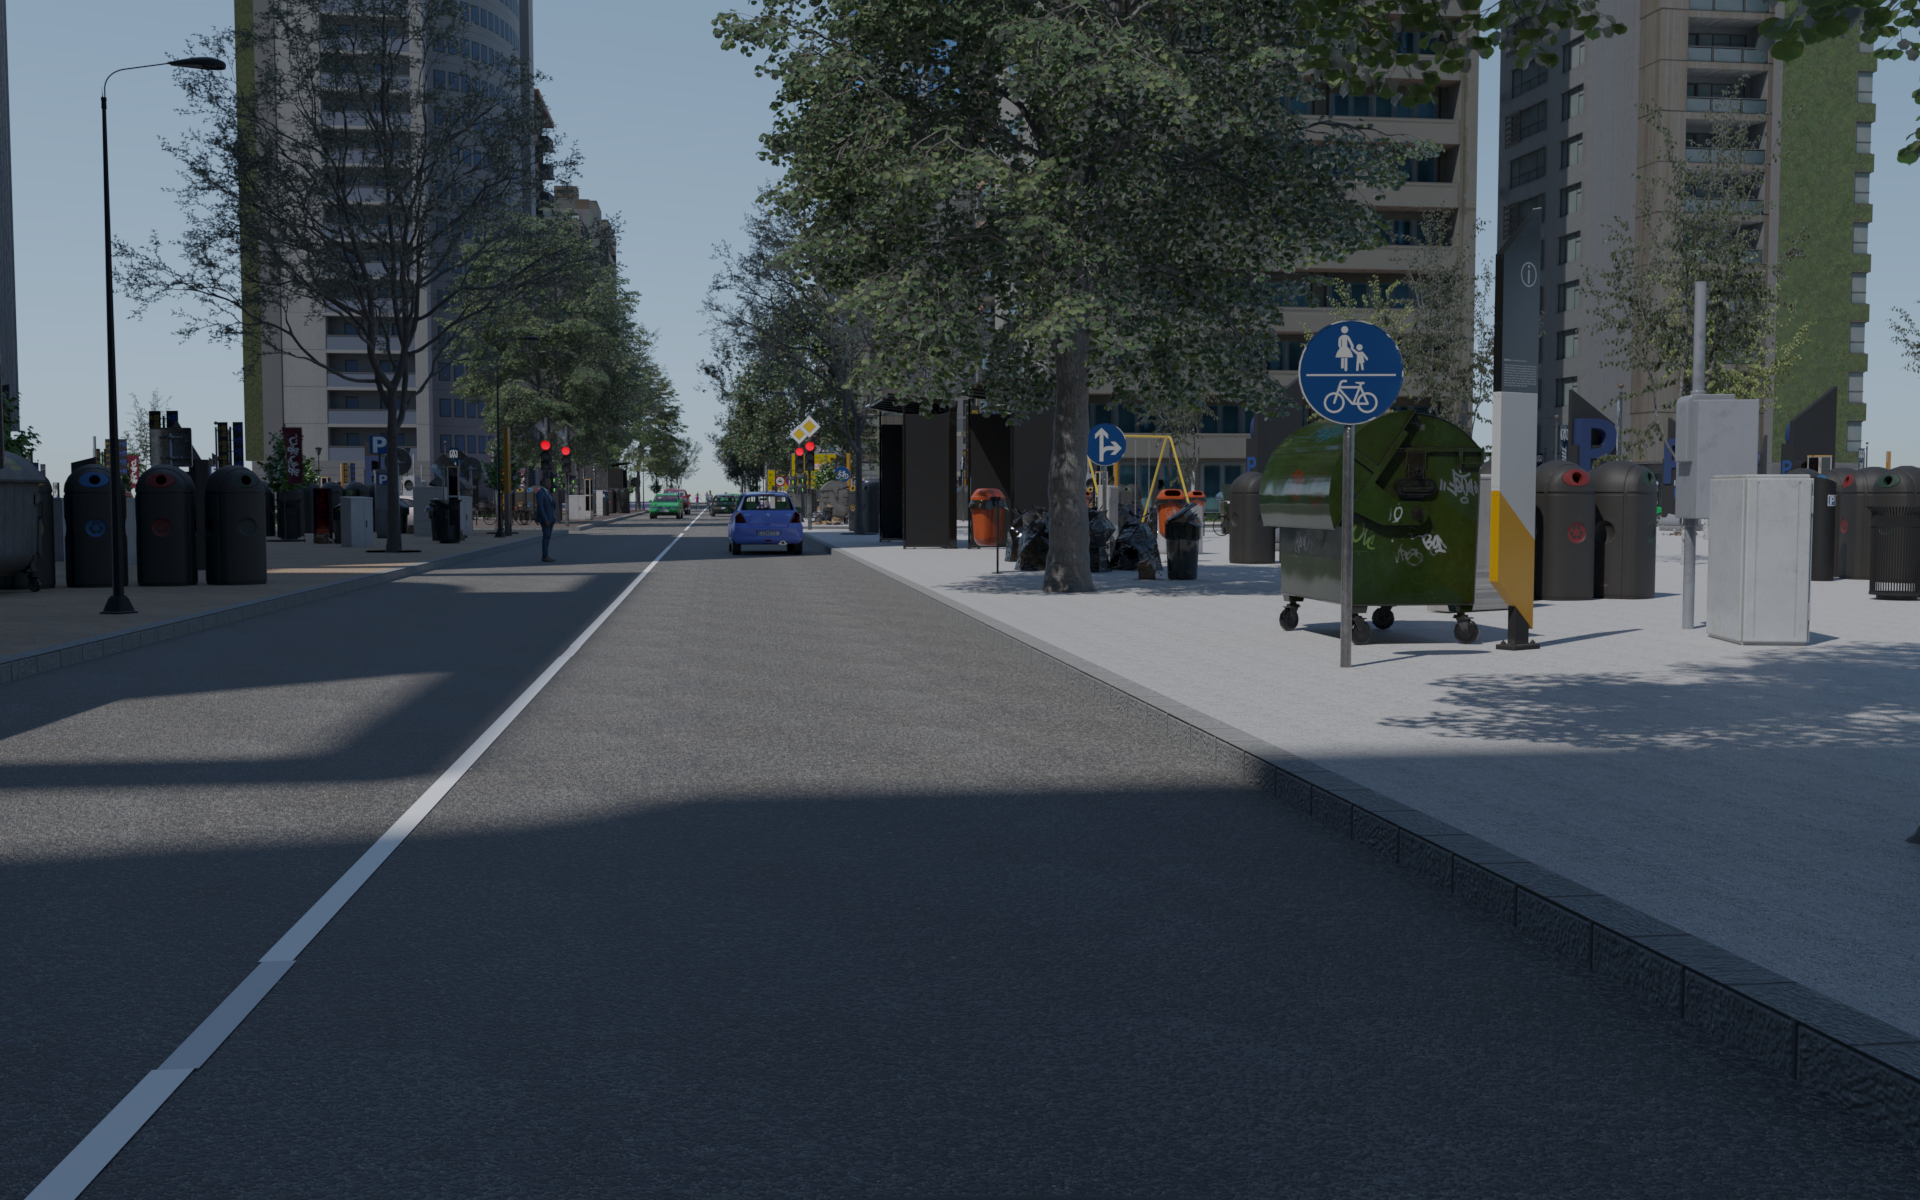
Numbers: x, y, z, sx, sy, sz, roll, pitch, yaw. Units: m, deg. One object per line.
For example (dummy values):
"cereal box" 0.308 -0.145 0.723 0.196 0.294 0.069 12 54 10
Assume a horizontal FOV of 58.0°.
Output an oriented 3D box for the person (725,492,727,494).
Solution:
"person" -35.909 -15.669 265.356 0.551 1.740 0.621 3 5 45

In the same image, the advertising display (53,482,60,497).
"advertising display" -49.620 -5.499 95.123 0.123 1.923 0.974 -3 5 -41

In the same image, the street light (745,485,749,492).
"street light" -18.475 -11.166 155.110 1.470 5.913 1.316 0 4 -8

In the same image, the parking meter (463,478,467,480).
"parking meter" -17.490 -3.384 61.032 0.255 1.863 0.399 -1 4 -12

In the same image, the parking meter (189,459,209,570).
"parking meter" -12.858 -1.443 29.303 0.255 1.863 0.399 -3 4 -36

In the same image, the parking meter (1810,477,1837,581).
"parking meter" 12.711 -1.049 25.566 0.372 1.533 0.369 0 3 0

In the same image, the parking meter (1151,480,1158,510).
"parking meter" 8.093 -4.058 72.067 0.255 1.863 0.399 0 4 8

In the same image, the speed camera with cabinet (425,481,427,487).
"speed camera with cabinet" -36.631 -7.648 119.374 0.660 3.252 2.038 2 4 35

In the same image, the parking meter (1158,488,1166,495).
"parking meter" 8.823 -4.132 75.972 0.372 1.533 0.369 0 3 0

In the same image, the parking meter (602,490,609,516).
"parking meter" -20.786 -5.702 101.637 0.372 1.533 0.369 0 3 0

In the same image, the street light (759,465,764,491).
"street light" -12.448 -8.513 111.729 1.470 5.913 1.316 0 4 -8

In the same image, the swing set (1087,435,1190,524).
"swing set" 4.487 -2.961 46.024 3.119 2.851 2.862 -2 4 -30

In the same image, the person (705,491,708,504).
"person" -36.291 -14.704 248.781 0.709 1.838 0.599 -3 5 -42

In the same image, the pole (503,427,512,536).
"pole" -13.770 -3.600 52.703 0.158 3.312 0.155 0 3 0

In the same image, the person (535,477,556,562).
"person" -8.810 -1.721 36.826 0.419 1.800 0.721 0 4 -3

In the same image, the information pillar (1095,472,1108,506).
"information pillar" 4.625 -3.188 56.616 0.304 2.012 0.304 -2 4 -25

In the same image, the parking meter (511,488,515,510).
"parking meter" -25.039 -5.553 96.503 0.255 1.863 0.399 3 4 36

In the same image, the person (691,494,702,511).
"person" -22.558 -8.372 148.599 0.991 1.433 0.599 0 4 -1

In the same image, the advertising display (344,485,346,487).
"advertising display" -44.502 -7.308 124.703 0.974 1.923 0.123 2 4 31

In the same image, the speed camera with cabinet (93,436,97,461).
"speed camera with cabinet" -28.917 -3.939 58.734 0.660 3.252 2.038 -3 5 -41

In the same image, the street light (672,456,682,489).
"street light" -37.367 -15.549 226.769 1.470 5.913 1.316 0 4 -8

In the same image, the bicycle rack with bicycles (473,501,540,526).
"bicycle rack with bicycles" -18.491 -3.554 71.497 2.852 0.926 2.925 3 5 43

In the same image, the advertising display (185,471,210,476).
"advertising display" -21.592 -2.678 49.001 0.974 1.923 0.123 2 4 24

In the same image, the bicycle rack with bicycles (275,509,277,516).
"bicycle rack with bicycles" -39.512 -5.034 95.684 2.852 0.926 2.925 -2 4 -28

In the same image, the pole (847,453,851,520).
"pole" -5.555 -5.668 86.515 0.158 3.312 0.155 0 3 0

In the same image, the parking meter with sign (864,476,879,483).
"parking meter with sign" -3.676 -4.692 72.982 1.738 3.016 0.543 -3 5 -39

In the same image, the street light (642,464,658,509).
"street light" -25.999 -10.558 145.167 1.470 5.913 1.316 0 4 -8

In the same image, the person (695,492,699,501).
"person" -39.972 -15.572 263.822 1.217 1.735 0.721 0 4 -4

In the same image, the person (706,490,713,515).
"person" -17.186 -6.707 119.164 0.512 1.701 0.522 0 4 6

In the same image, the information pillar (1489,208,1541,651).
"information pillar" 4.546 -1.395 14.163 0.504 3.616 0.183 -2 4 -35

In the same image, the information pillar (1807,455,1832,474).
"information pillar" 16.336 -1.742 32.970 0.304 2.012 0.304 -1 4 -21

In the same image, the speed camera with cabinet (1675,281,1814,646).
"speed camera with cabinet" 7.006 -1.296 15.526 0.660 3.252 2.038 0 4 7

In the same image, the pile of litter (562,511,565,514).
"pile of litter" -24.812 -5.841 109.460 1.176 0.858 1.719 -2 4 -23

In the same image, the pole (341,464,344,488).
"pole" -41.711 -7.532 116.985 0.158 3.312 0.155 0 3 0

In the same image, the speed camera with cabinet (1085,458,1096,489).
"speed camera with cabinet" 5.151 -5.096 77.651 2.038 3.252 0.660 -1 4 -12

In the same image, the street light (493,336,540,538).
"street light" -13.054 -4.801 51.040 1.470 5.913 1.316 0 4 -8

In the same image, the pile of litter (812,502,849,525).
"pile of litter" -5.457 -3.575 72.412 1.719 0.858 1.176 0 4 4

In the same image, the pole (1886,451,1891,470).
"pole" 44.159 -5.419 82.447 0.158 3.312 0.155 0 3 0

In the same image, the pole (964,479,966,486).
"pole" 0.246 -6.318 97.136 0.158 3.312 0.155 0 3 0

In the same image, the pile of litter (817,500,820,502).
"pile of litter" -11.525 -7.643 138.933 1.719 0.858 1.176 -2 4 -28

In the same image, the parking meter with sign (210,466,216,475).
"parking meter with sign" -46.820 -6.920 109.404 0.543 3.016 1.738 -1 4 -10

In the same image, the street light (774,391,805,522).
"street light" -7.719 -6.462 78.193 1.470 5.913 1.316 0 4 -8

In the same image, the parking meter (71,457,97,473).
"parking meter" -13.662 -1.303 27.008 0.399 1.863 0.255 -2 4 -26

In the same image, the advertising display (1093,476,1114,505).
"advertising display" 5.187 -3.502 62.464 0.974 1.923 0.123 -3 4 -36

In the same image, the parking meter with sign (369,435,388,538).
"parking meter with sign" -16.984 -3.339 50.862 0.543 3.016 1.738 -1 4 -21

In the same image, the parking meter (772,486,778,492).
"parking meter" -12.830 -6.983 119.890 0.399 1.863 0.255 -1 4 -13

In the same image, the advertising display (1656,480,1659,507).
"advertising display" 31.905 -4.578 80.063 0.974 1.923 0.123 -2 4 -27

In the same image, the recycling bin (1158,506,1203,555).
"recycling bin" 4.692 -1.490 36.916 0.722 1.027 0.722 -2 4 -27

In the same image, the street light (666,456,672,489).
"street light" -30.541 -12.543 177.616 1.470 5.913 1.316 0 4 -8

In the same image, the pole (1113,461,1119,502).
"pole" 5.751 -4.283 63.877 0.158 3.312 0.155 0 3 0

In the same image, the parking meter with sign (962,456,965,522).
"parking meter with sign" -0.668 -5.045 78.754 1.738 3.016 0.543 0 4 -6

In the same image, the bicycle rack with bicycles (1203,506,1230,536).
"bicycle rack with bicycles" 8.799 -2.380 52.287 2.925 0.926 2.852 -1 4 -23

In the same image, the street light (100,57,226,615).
"street light" -8.500 -2.811 18.497 1.470 5.913 1.316 0 4 -8

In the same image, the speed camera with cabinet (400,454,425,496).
"speed camera with cabinet" -27.883 -5.624 86.291 2.038 3.252 0.660 1 4 18
